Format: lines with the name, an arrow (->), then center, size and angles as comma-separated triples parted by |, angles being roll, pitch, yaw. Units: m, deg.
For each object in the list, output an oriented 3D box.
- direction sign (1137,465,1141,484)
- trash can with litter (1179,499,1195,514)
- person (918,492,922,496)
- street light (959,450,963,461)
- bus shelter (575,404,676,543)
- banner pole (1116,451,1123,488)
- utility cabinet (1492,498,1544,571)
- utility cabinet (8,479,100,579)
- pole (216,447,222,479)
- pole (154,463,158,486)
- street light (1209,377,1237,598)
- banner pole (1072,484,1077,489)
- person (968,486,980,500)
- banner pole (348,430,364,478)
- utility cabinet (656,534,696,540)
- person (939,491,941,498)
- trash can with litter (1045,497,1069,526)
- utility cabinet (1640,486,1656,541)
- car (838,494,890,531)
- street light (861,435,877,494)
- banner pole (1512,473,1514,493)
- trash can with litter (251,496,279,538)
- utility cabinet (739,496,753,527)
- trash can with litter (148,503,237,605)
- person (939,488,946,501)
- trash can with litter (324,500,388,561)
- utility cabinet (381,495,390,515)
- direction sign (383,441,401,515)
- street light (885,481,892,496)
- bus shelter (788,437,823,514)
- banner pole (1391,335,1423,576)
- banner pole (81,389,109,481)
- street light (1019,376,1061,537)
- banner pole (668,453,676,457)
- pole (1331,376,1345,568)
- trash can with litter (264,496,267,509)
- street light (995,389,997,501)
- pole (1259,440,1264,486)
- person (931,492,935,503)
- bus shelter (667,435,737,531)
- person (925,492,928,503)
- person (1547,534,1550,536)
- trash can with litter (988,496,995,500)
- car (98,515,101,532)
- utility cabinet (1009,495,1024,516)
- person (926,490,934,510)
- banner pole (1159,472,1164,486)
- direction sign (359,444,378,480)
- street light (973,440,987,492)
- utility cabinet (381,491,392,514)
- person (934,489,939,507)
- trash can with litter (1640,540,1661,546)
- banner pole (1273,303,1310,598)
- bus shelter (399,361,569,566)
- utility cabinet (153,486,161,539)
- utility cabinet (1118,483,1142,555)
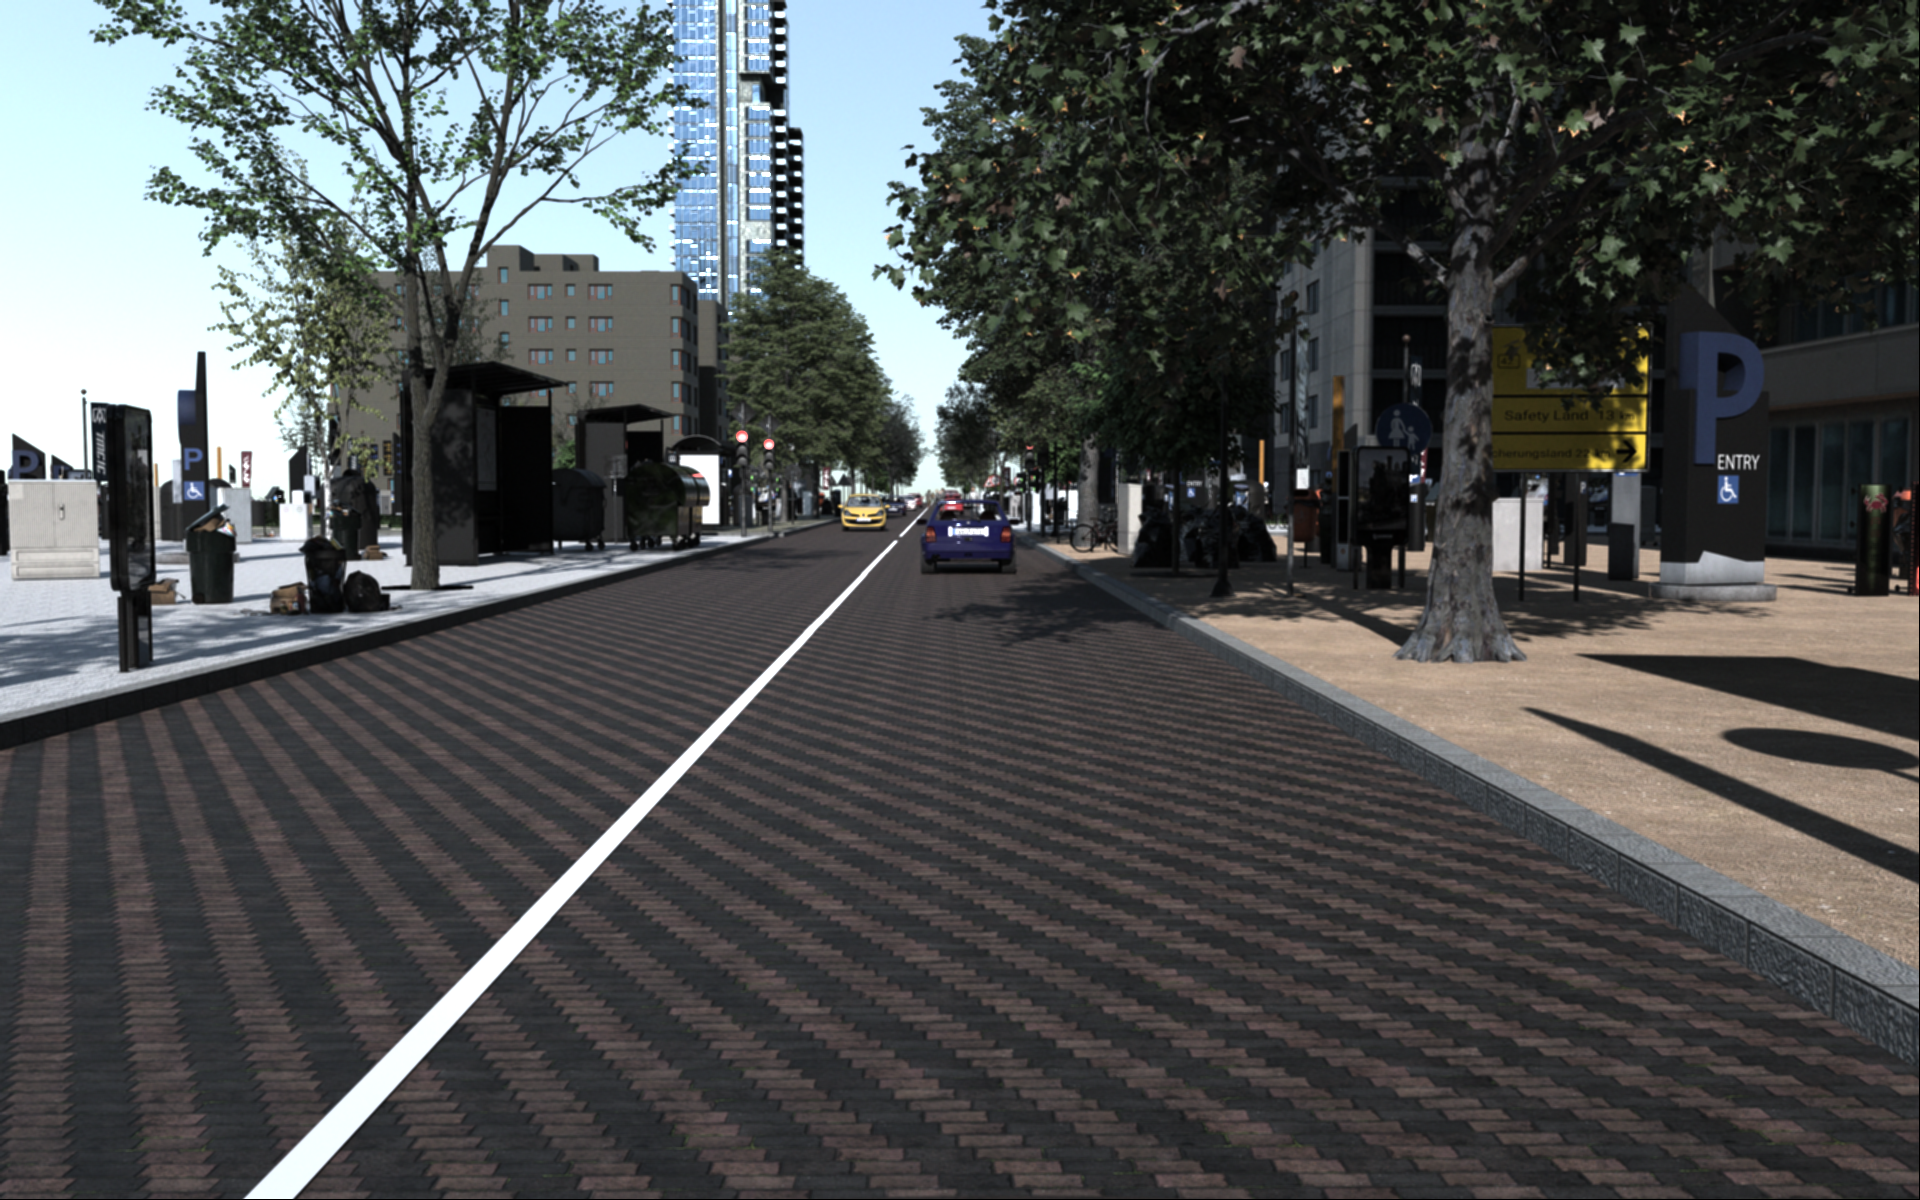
direction sign -> 13.828, -8.671, 133.763 | 0.379, 3.537, 0.876 | 1, 4, 21
trash can with litter -> 11.014, -4.515, 85.208 | 0.624, 1.170, 1.055 | 3, 5, 40
person -> -6.368, -15.762, 266.943 | 1.217, 1.736, 0.721 | 0, 4, -7
street light -> 0.901, -12.750, 181.000 | 1.470, 5.913, 1.316 | 0, 4, -1
bus shelter -> -9.254, -3.490, 48.341 | 1.731, 3.624, 6.357 | 0, 4, -1
banner pole -> 8.212, -6.086, 89.518 | 0.863, 3.779, 0.401 | -3, 5, -43
utility cabinet -> 9.273, -1.096, 29.085 | 1.020, 1.237, 0.306 | -1, 4, -17
utility cabinet -> -13.622, -1.062, 26.047 | 1.173, 1.500, 0.318 | -2, 4, -31
pole -> -31.886, -4.939, 74.600 | 0.158, 3.312, 0.155 | 0, 3, 0
pole -> -53.218, -7.393, 114.717 | 0.158, 3.312, 0.155 | 0, 3, 0
street light -> 2.740, -2.992, 21.456 | 1.470, 5.913, 1.316 | 0, 4, -1
banner pole -> 7.077, -7.238, 108.354 | 0.863, 3.779, 0.401 | -3, 5, -44
person -> 0.744, -4.931, 88.960 | 0.661, 1.843, 0.795 | 2, 4, 25
banner pole -> -23.583, -4.759, 67.822 | 0.401, 3.779, 0.863 | 3, 4, 37
utility cabinet -> -7.855, -2.393, 47.808 | 0.318, 1.500, 1.173 | 3, 5, 41
person -> -2.392, -11.794, 201.862 | 0.617, 1.759, 0.750 | 3, 4, 37
trash can with litter -> 3.850, -3.618, 70.547 | 1.055, 1.170, 0.624 | -1, 4, -22
utility cabinet -> 18.316, -2.341, 46.947 | 1.173, 1.500, 0.318 | -2, 4, -24
car -> -3.748, -3.522, 67.813 | 2.015, 1.641, 3.980 | 0, 4, -2
street light -> -7.225, -10.009, 136.186 | 1.470, 5.913, 1.316 | 0, 4, -1
banner pole -> 22.529, -4.926, 70.563 | 0.401, 3.779, 0.863 | 1, 4, 20
trash can with litter -> -21.269, -2.467, 51.393 | 2.233, 1.210, 1.678 | 0, 4, -5
utility cabinet -> -8.460, -3.498, 68.360 | 0.306, 1.237, 1.020 | -1, 4, -23
trash can with litter -> -8.987, -0.538, 20.186 | 1.055, 1.170, 0.624 | -1, 4, -21
person -> -1.166, -5.803, 103.651 | 0.573, 1.790, 0.520 | 2, 4, 23
trash can with litter -> -11.685, -1.353, 33.517 | 0.624, 1.170, 1.055 | 3, 5, 43
utility cabinet -> -31.602, -5.109, 94.701 | 0.306, 1.237, 1.020 | 1, 4, 17
direction sign -> -23.988, -4.983, 73.464 | 0.876, 3.537, 0.379 | -2, 4, -31
street light -> -7.563, -11.865, 166.531 | 1.470, 5.913, 1.316 | 0, 4, -1
bus shelter -> -10.694, -8.589, 118.065 | 2.179, 5.291, 8.768 | 0, 4, -1
banner pole -> 7.151, -2.291, 27.478 | 0.401, 3.779, 0.863 | 3, 4, 38
banner pole -> -20.757, -3.153, 41.571 | 0.401, 3.779, 0.863 | 2, 4, 32
street light -> 2.300, -4.830, 51.504 | 1.470, 5.913, 1.316 | 0, 4, -1
banner pole -> -15.387, -6.339, 93.665 | 0.863, 3.779, 0.401 | -2, 4, -32
pole -> 6.537, -2.210, 29.971 | 0.158, 3.312, 0.155 | 0, 3, 0
trash can with litter -> -40.096, -5.488, 101.111 | 1.055, 1.170, 0.624 | 1, 4, 23
street light -> 2.155, -6.299, 75.531 | 1.470, 5.913, 1.316 | 0, 4, -1
pole -> 11.405, -4.382, 65.492 | 0.158, 3.312, 0.155 | 0, 3, 0
person -> -4.551, -17.206, 289.919 | 1.348, 1.812, 0.705 | 0, 4, -2
bus shelter -> -9.023, -4.161, 61.949 | 2.014, 3.302, 5.546 | 0, 4, -1
person -> -5.392, -16.809, 283.416 | 1.350, 1.814, 0.705 | -2, 4, -31
person -> 18.653, -2.742, 55.140 | 0.589, 1.601, 0.330 | -2, 4, -28
trash can with litter -> 2.245, -6.009, 109.638 | 1.055, 1.170, 0.624 | 3, 5, 43
car -> -29.851, -2.657, 56.018 | 3.894, 1.354, 1.945 | 0, 3, 0
utility cabinet -> 3.420, -5.552, 101.933 | 1.020, 1.237, 0.306 | -1, 4, -22
person -> -2.819, -9.290, 160.390 | 0.705, 1.824, 1.348 | 2, 4, 30
banner pole -> 11.830, -6.846, 101.941 | 0.401, 3.779, 0.863 | 2, 4, 30
direction sign -> -26.793, -5.293, 78.544 | 0.876, 3.537, 0.379 | -3, 5, -45
street light -> 1.648, -8.107, 105.086 | 1.470, 5.913, 1.316 | 0, 4, -1
utility cabinet -> -35.564, -6.036, 107.373 | 0.318, 1.500, 1.173 | 3, 5, 39
person -> -1.795, -7.576, 132.544 | 0.526, 1.800, 0.537 | -2, 4, -23
trash can with litter -> 17.600, -1.940, 42.775 | 2.233, 1.210, 1.678 | 2, 4, 24
banner pole -> 4.129, -1.906, 21.187 | 0.401, 3.779, 0.863 | 0, 4, -7
bus shelter -> -9.121, -2.598, 33.757 | 1.731, 3.624, 6.357 | 0, 4, -1
utility cabinet -> -22.957, -2.475, 49.141 | 1.173, 1.500, 0.318 | 3, 4, 38
utility cabinet -> 3.581, -1.697, 36.425 | 0.318, 1.500, 1.173 | 0, 4, -5
